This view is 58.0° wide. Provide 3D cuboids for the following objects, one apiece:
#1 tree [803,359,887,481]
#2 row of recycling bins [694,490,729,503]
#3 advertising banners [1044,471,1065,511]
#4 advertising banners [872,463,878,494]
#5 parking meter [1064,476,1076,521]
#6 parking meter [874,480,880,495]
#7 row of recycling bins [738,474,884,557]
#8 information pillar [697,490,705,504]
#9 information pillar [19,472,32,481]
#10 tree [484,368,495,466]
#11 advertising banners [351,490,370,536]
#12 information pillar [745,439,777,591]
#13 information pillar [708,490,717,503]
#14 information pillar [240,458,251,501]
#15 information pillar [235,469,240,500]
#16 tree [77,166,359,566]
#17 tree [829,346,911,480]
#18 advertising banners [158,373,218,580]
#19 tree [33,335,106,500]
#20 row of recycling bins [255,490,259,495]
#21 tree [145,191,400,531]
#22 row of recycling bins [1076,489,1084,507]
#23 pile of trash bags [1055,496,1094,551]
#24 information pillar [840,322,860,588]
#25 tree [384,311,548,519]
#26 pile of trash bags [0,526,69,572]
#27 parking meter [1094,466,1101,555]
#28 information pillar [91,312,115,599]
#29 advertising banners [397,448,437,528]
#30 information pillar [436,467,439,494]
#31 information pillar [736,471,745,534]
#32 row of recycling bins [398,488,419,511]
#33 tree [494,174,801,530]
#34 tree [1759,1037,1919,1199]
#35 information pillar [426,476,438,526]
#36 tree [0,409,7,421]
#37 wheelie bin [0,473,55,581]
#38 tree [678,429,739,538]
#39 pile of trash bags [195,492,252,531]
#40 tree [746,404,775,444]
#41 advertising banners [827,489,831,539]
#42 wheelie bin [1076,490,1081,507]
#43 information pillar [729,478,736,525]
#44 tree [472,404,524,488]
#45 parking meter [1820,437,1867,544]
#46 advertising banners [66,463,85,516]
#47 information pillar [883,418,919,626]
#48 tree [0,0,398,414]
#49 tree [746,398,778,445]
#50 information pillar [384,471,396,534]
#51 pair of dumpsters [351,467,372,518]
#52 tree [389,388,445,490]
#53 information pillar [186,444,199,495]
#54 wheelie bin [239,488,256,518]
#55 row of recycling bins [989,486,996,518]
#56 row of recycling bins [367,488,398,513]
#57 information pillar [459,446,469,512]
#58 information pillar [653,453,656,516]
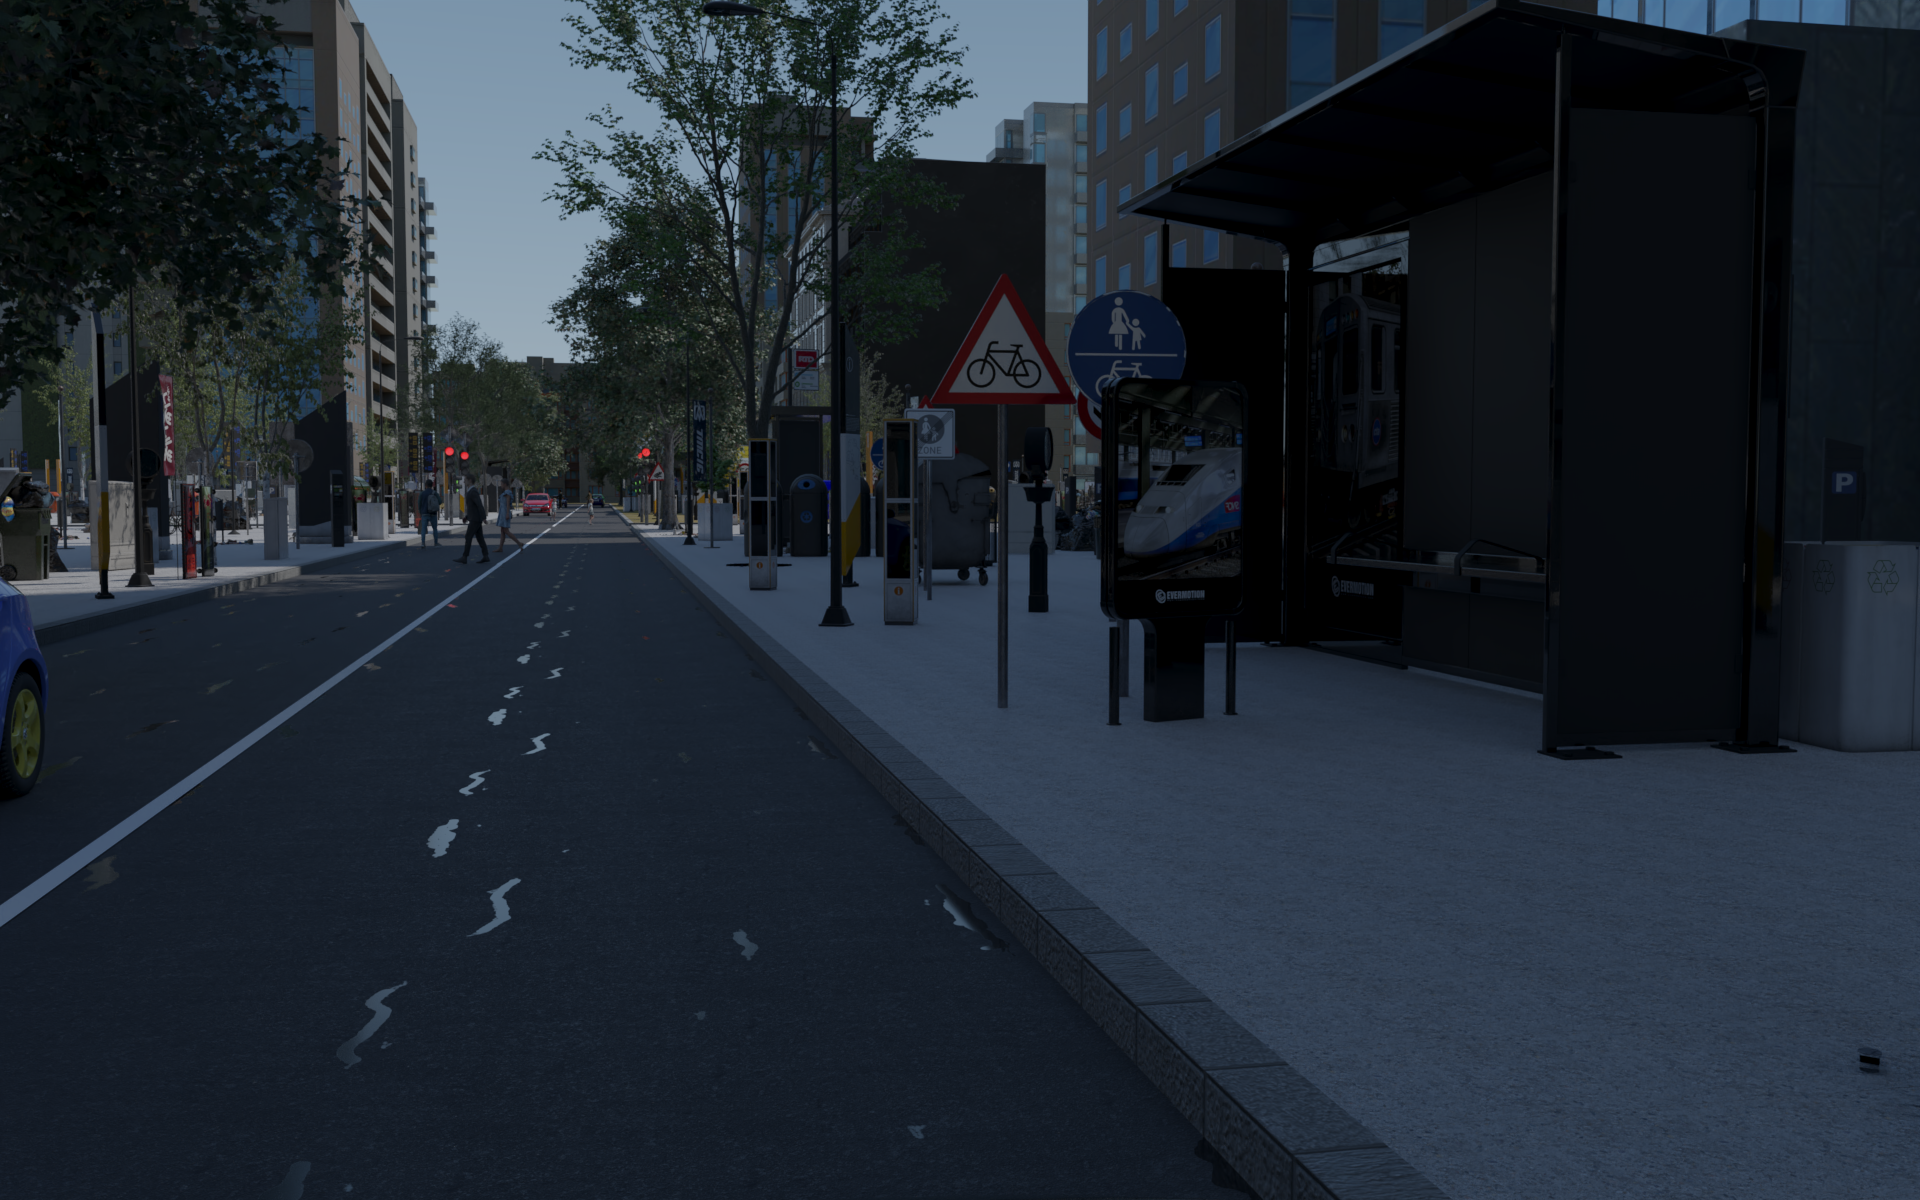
[{"bbox_3d":[-6.183,-8.820,94.572,4.737,8.622,4.395,0,3,0],"label":"tree"},{"bbox_3d":[-16.692,-6.750,117.477,3.534,1.692,1.069,-1,4,-14],"label":"row of recycling bins"},{"bbox_3d":[3.454,-4.150,64.048,0.090,3.025,2.074,2,4,34],"label":"advertising banners"},{"bbox_3d":[-4.993,-5.559,87.072,2.074,3.025,0.090,-2,4,-23],"label":"advertising banners"},{"bbox_3d":[3.574,-3.082,56.109,0.255,1.863,0.399,-2,4,-26],"label":"parking meter"},{"bbox_3d":[-3.392,-4.058,72.061,0.255,1.863,0.399,1,4,13],"label":"parking meter"},{"bbox_3d":[-2.702,-1.740,35.564,3.534,1.692,1.069,0,4,3],"label":"row of recycling bins"},{"bbox_3d":[-14.874,-6.592,99.139,0.504,3.616,0.183,-3,4,-37],"label":"information pillar"},{"bbox_3d":[-31.739,-3.323,58.816,0.304,2.012,0.304,1,4,20],"label":"information pillar"},{"bbox_3d":[-36.789,-13.725,141.414,9.611,12.733,9.660,0,3,0],"label":"tree"},{"bbox_3d":[-18.891,-3.431,52.291,2.074,3.025,0.090,-2,4,-32],"label":"advertising banners"},{"bbox_3d":[-2.626,-1.136,23.073,0.304,2.012,0.304,1,4,12],"label":"information pillar"},{"bbox_3d":[-13.763,-6.424,96.390,0.504,3.616,0.183,-1,4,-20],"label":"information pillar"},{"bbox_3d":[-45.071,-7.228,109.535,0.504,3.616,0.183,-1,4,-9],"label":"information pillar"},{"bbox_3d":[-58.987,-9.188,141.580,0.504,3.616,0.183,1,4,16],"label":"information pillar"},{"bbox_3d":[-13.416,-4.910,30.635,4.360,8.622,3.978,0,3,0],"label":"tree"},{"bbox_3d":[-4.511,-8.168,83.903,4.360,8.622,3.978,0,3,0],"label":"tree"},{"bbox_3d":[-11.668,-1.834,26.180,0.090,3.025,2.074,0,4,-4],"label":"advertising banners"},{"bbox_3d":[-40.988,-8.004,81.230,4.737,8.622,4.395,0,3,0],"label":"tree"},{"bbox_3d":[-54.312,-7.938,136.894,3.534,1.692,1.069,-3,4,-36],"label":"row of recycling bins"},{"bbox_3d":[-14.878,-5.336,37.609,4.737,8.622,4.395,0,3,0],"label":"tree"},{"bbox_3d":[9.854,-8.221,141.520,1.069,1.692,3.534,3,4,37],"label":"row of recycling bins"},{"bbox_3d":[2.599,-1.877,40.438,1.912,1.369,3.447,-2,4,-24],"label":"pile of trash bags"},{"bbox_3d":[-1.521,-1.991,23.903,0.183,3.616,0.504,1,4,22],"label":"information pillar"},{"bbox_3d":[-25.112,-9.364,87.509,8.767,10.594,7.601,0,4,4],"label":"tree"},{"bbox_3d":[-15.549,-1.130,28.233,1.912,1.369,3.447,-1,4,-12],"label":"pile of trash bags"},{"bbox_3d":[3.024,-1.867,36.236,0.399,1.863,0.255,3,5,42],"label":"parking meter"},{"bbox_3d":[-10.467,-1.820,21.106,0.183,3.616,0.504,-2,4,-32],"label":"information pillar"},{"bbox_3d":[-20.351,-4.209,65.006,2.074,3.025,0.090,2,4,29],"label":"advertising banners"},{"bbox_3d":[-40.661,-8.753,134.473,0.504,3.616,0.183,-1,4,-21],"label":"information pillar"},{"bbox_3d":[-6.902,-3.114,55.408,0.304,2.012,0.304,0,4,-4],"label":"information pillar"},{"bbox_3d":[-38.850,-6.934,120.481,3.534,1.692,1.069,1,4,14],"label":"row of recycling bins"},{"bbox_3d":[-10.449,-8.859,61.859,9.611,12.733,9.660,0,3,0],"label":"tree"},{"bbox_3d":[2.367,-4.719,2.906,9.928,11.665,9.643,0,3,0],"label":"tree"},{"bbox_3d":[-21.028,-3.945,69.000,0.304,2.012,0.304,1,4,20],"label":"information pillar"},{"bbox_3d":[-49.617,-8.274,85.644,4.360,8.622,3.978,0,3,0],"label":"tree"},{"bbox_3d":[-13.937,-1.097,25.848,0.693,1.594,0.980,-1,4,-13],"label":"wheelie bin"},{"bbox_3d":[-7.221,-3.419,50.509,1.663,3.219,1.824,0,3,0],"label":"tree"},{"bbox_3d":[-26.365,-3.129,60.904,1.912,1.369,3.447,0,4,0],"label":"pile of trash bags"},{"bbox_3d":[-15.523,-11.428,137.209,4.737,8.622,4.395,0,3,0],"label":"tree"},{"bbox_3d":[-3.907,-3.307,50.262,0.090,3.025,2.074,-1,4,-18],"label":"advertising banners"},{"bbox_3d":[8.357,-7.233,126.171,0.980,1.594,0.693,1,4,19],"label":"wheelie bin"},{"bbox_3d":[-9.286,-4.066,70.970,0.304,2.012,0.304,-1,4,-21],"label":"information pillar"},{"bbox_3d":[-34.459,-10.963,129.600,4.360,8.622,3.978,0,3,0],"label":"tree"},{"bbox_3d":[9.121,-0.746,17.901,0.399,1.863,0.255,1,4,20],"label":"parking meter"},{"bbox_3d":[-50.463,-6.275,98.791,2.074,3.025,0.090,2,4,29],"label":"advertising banners"},{"bbox_3d":[-0.578,-0.765,16.992,0.304,2.012,0.304,0,4,8],"label":"information pillar"},{"bbox_3d":[-9.423,-5.892,13.335,9.611,12.733,9.660,0,3,0],"label":"tree"},{"bbox_3d":[-15.253,-10.952,129.434,4.360,8.622,3.978,0,3,0],"label":"tree"},{"bbox_3d":[-18.320,-3.127,55.618,0.304,2.012,0.304,0,4,-8],"label":"information pillar"},{"bbox_3d":[-21.626,-3.550,60.533,1.574,2.255,4.437,-1,4,-12],"label":"pair of dumpsters"},{"bbox_3d":[-36.109,-10.100,115.492,4.360,8.622,3.978,0,3,0],"label":"tree"},{"bbox_3d":[-34.215,-5.249,77.182,0.183,3.616,0.504,3,5,41],"label":"information pillar"},{"bbox_3d":[-38.811,-5.294,94.467,0.980,1.594,0.693,-1,4,-23],"label":"wheelie bin"},{"bbox_3d":[2.775,-5.004,88.928,3.534,1.692,1.069,0,4,3],"label":"row of recycling bins"},{"bbox_3d":[-37.783,-6.293,109.996,3.534,1.692,1.069,0,4,3],"label":"row of recycling bins"},{"bbox_3d":[-23.281,-5.510,81.446,0.504,3.616,0.183,1,4,10],"label":"information pillar"},{"bbox_3d":[-17.526,-6.625,99.669,0.183,3.616,0.504,0,4,7],"label":"information pillar"}]
